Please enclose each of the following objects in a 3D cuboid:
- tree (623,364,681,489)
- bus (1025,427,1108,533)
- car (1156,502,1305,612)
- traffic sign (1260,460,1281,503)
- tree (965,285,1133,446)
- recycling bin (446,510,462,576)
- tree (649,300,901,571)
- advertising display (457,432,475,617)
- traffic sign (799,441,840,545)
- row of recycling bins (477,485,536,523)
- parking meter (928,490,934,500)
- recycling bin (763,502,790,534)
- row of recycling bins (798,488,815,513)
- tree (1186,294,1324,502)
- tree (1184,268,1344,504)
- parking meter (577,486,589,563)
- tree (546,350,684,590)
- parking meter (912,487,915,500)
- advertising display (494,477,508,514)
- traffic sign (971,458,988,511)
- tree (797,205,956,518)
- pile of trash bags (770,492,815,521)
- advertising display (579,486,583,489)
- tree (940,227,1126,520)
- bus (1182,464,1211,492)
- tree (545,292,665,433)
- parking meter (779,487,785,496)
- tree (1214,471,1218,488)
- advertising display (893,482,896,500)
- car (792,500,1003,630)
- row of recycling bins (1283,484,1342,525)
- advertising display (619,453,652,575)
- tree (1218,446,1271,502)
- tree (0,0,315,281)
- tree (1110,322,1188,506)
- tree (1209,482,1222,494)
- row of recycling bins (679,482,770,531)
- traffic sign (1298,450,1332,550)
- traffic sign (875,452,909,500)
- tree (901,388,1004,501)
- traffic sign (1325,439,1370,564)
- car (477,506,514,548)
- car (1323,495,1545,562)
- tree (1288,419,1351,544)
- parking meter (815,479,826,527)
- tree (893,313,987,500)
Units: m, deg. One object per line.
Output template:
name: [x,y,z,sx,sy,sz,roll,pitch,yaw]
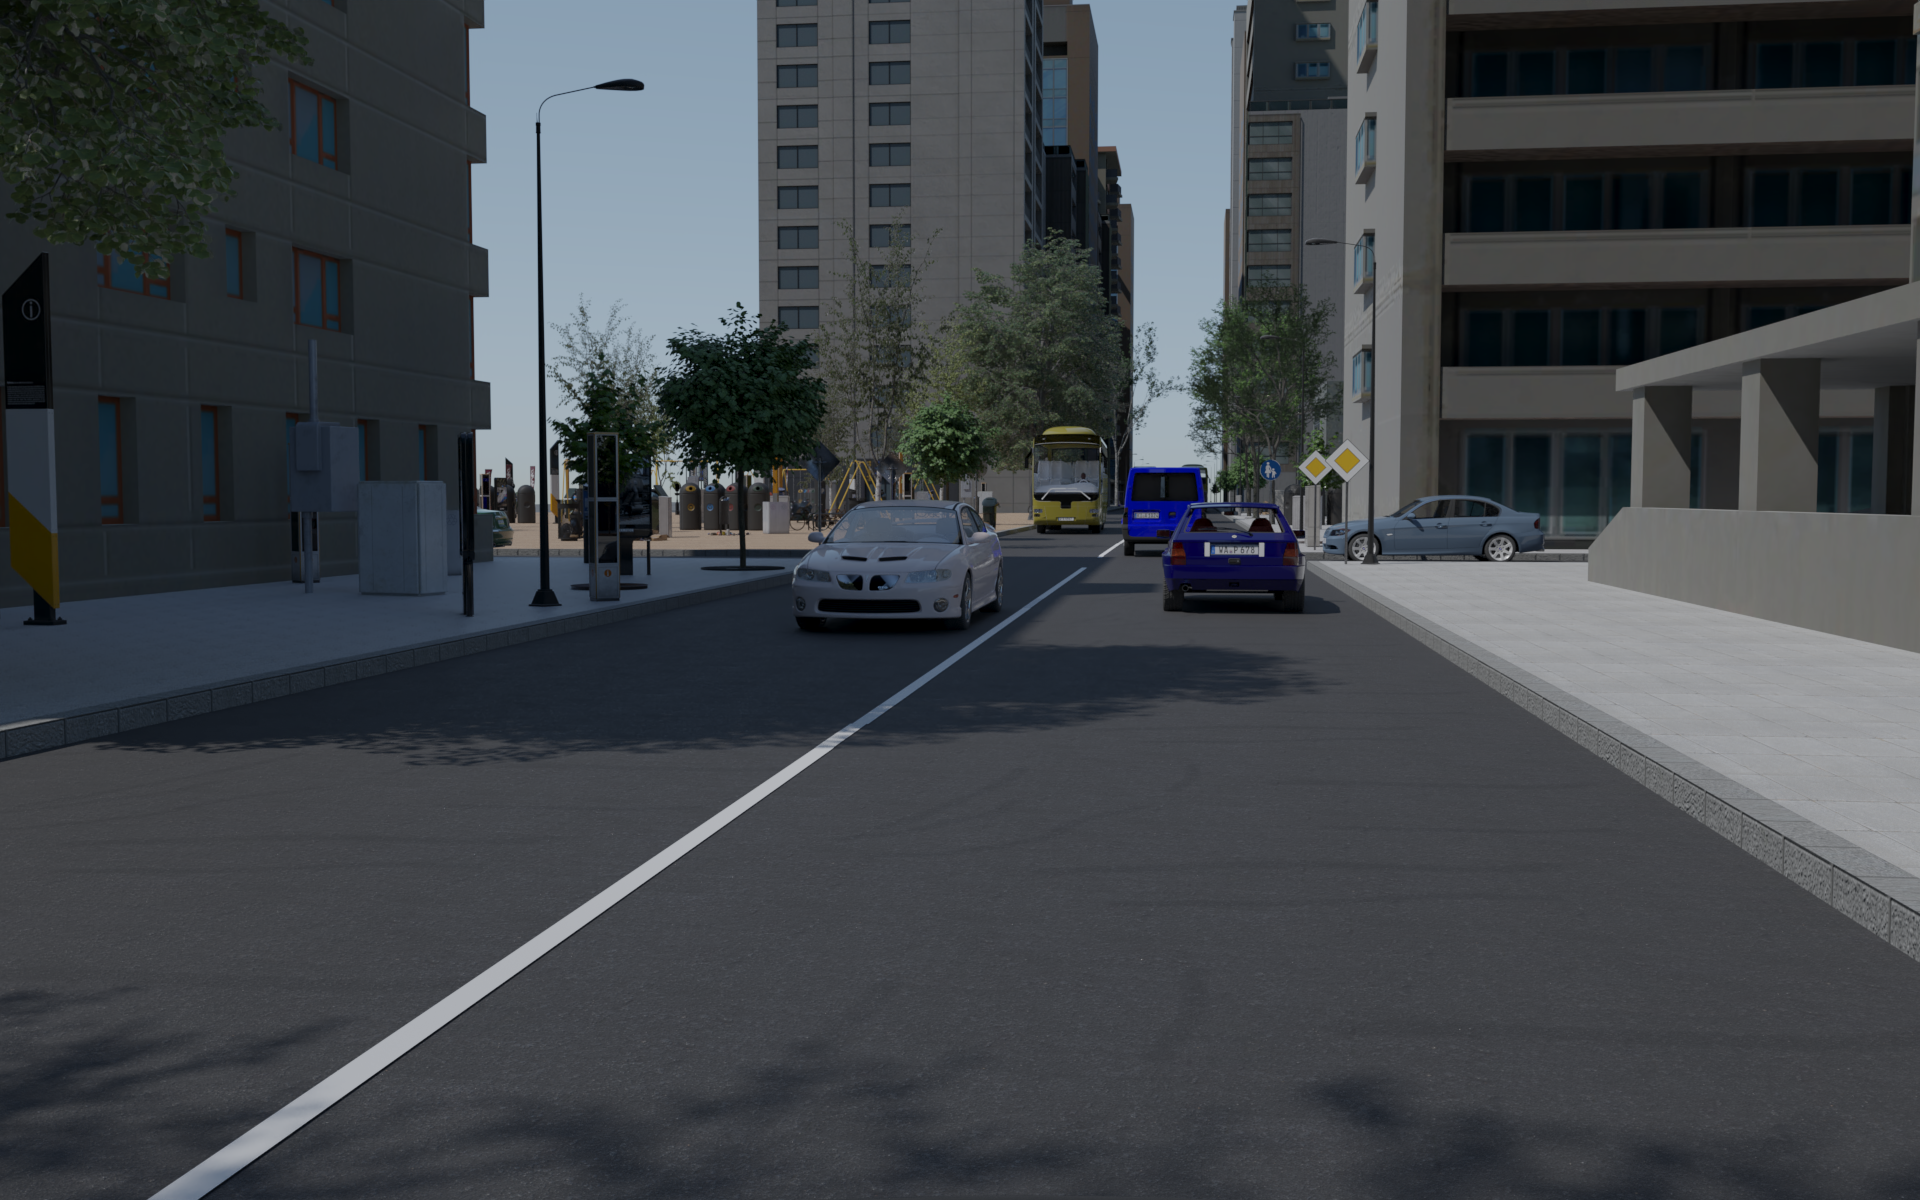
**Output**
tree: [-16.920,-8.977,97.136,4.737,8.622,4.395,0,3,0]
bus: [4.323,-4.596,66.692,2.896,3.916,12.252,0,4,6]
car: [3.508,-0.601,22.414,1.945,1.354,3.894,0,4,8]
traffic sign: [11.467,-3.907,63.985,0.768,2.556,0.104,1,4,15]
tree: [4.844,-11.448,97.545,12.009,13.543,11.850,0,3,0]
recycling bin: [-8.335,-0.910,27.427,0.722,1.027,0.722,-2,4,-32]
tree: [-3.703,-2.804,29.557,4.285,4.588,4.351,0,3,0]
advertising display: [-5.262,-0.811,18.467,0.123,1.923,0.974,-1,4,-18]
traffic sign: [-2.660,-1.788,32.882,0.795,2.450,0.064,0,4,8]
row of recycling bins: [-20.329,-4.225,76.189,3.534,1.692,1.069,1,4,13]
parking meter: [-1.941,-6.553,115.559,0.372,1.533,0.369,0,3,0]
recycling bin: [-5.945,-2.657,55.996,0.722,1.027,0.722,-1,4,-20]
row of recycling bins: [-9.873,-6.601,115.043,1.069,1.692,3.534,-2,4,-24]
tree: [15.404,-10.087,90.672,9.928,11.665,9.643,0,3,0]
tree: [12.882,-8.438,72.374,8.767,10.594,7.601,3,5,45]
parking meter: [-6.806,-1.452,32.145,0.372,1.533,0.369,0,3,0]
tree: [-4.878,-1.768,23.501,1.663,3.219,1.824,0,3,0]
parking meter: [-1.821,-3.303,62.423,0.372,1.533,0.369,0,3,0]
advertising display: [-17.796,-3.787,67.127,0.123,1.923,0.974,1,4,9]
traffic sign: [0.540,-3.525,57.732,0.768,2.556,0.104,1,4,14]
tree: [-2.126,-5.780,44.857,4.360,8.622,3.978,0,3,0]
pile of trash bags: [-8.579,-4.558,84.281,1.912,1.369,3.447,-3,5,-41]
advertising display: [-18.552,-4.952,86.185,0.974,1.923,0.123,2,4,29]
tree: [3.684,-10.891,84.720,9.857,13.997,8.962,0,3,0]
bus: [18.973,-9.165,141.395,2.896,3.916,12.252,1,4,8]
tree: [-13.292,-6.967,64.267,4.360,8.622,3.978,0,3,0]
parking meter: [-6.874,-3.536,66.220,0.372,1.533,0.369,0,3,0]
tree: [30.575,-13.076,197.499,4.285,4.588,4.351,0,3,0]
advertising display: [-3.043,-4.581,80.107,0.123,1.923,0.974,0,4,1]
car: [-0.603,-0.460,19.886,2.083,1.381,4.827,1,4,8]
row of recycling bins: [15.090,-3.927,71.315,3.534,1.692,1.069,-1,4,-9]
advertising display: [-5.349,-1.351,27.297,0.974,1.923,0.123,-1,4,-15]
tree: [20.001,-8.252,118.639,4.285,4.588,4.351,0,3,0]
tree: [-6.381,-5.654,10.567,7.486,12.596,7.792,0,3,0]
tree: [18.485,-20.413,189.649,12.611,20.169,13.585,0,3,0]
tree: [35.662,-15.182,242.828,1.663,3.219,1.824,0,3,0]
row of recycling bins: [-8.335,-3.317,61.344,3.534,1.692,1.069,1,4,20]
traffic sign: [8.100,-2.192,39.490,0.795,2.450,0.064,0,4,8]
traffic sign: [-1.606,-2.273,40.798,0.795,2.450,0.064,0,4,8]
tree: [-0.455,-4.275,53.609,4.285,4.588,4.351,0,3,0]
traffic sign: [7.046,-1.708,31.574,0.795,2.450,0.064,0,4,8]
car: [-12.514,-1.650,38.778,4.920,1.459,2.131,0,4,6]
car: [9.918,-1.494,36.437,4.499,1.417,2.014,0,4,6]
tree: [9.283,-3.070,44.795,1.663,3.219,1.824,0,3,0]
parking meter: [-5.368,-3.728,66.659,0.255,1.863,0.399,3,4,36]
tree: [-0.809,-7.373,70.909,4.737,8.622,4.395,0,3,0]
